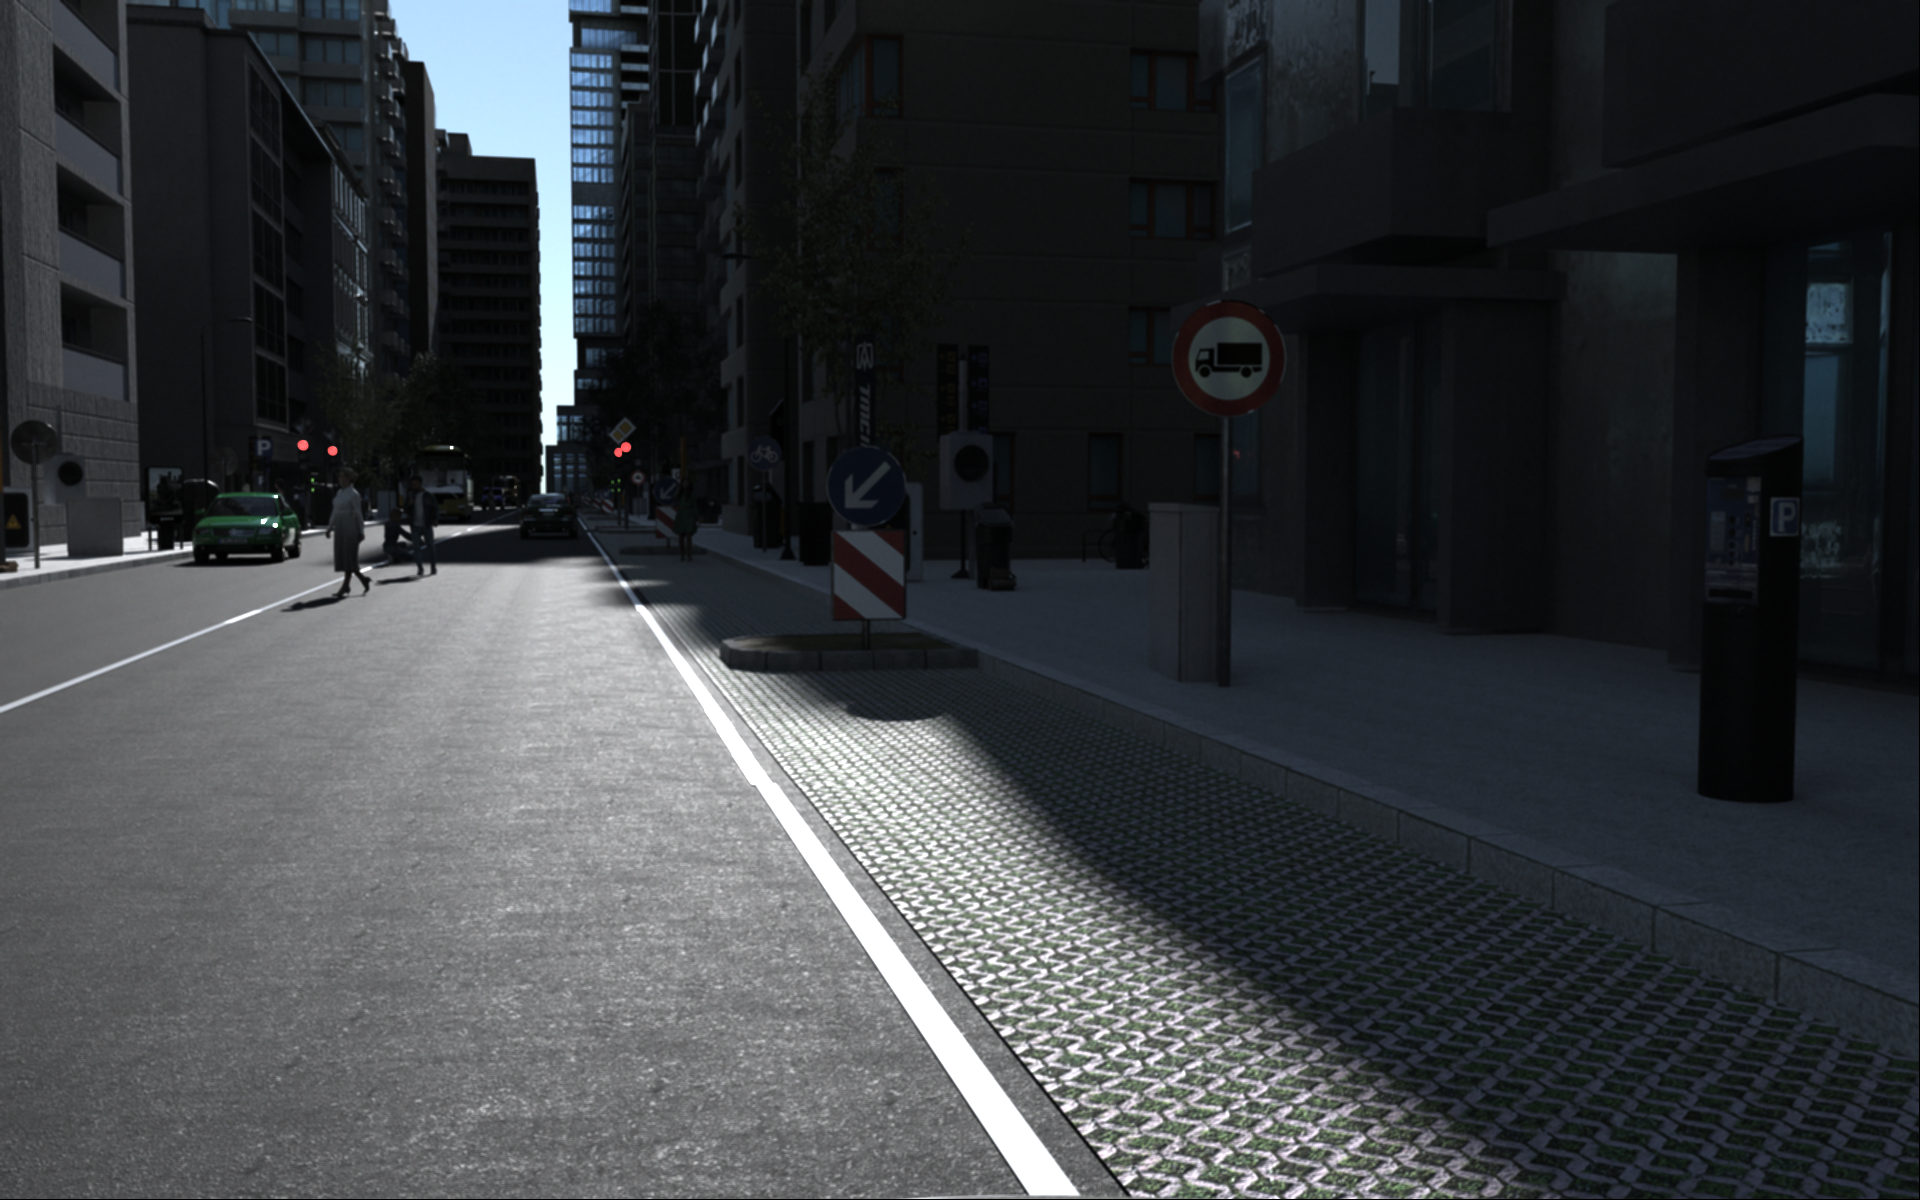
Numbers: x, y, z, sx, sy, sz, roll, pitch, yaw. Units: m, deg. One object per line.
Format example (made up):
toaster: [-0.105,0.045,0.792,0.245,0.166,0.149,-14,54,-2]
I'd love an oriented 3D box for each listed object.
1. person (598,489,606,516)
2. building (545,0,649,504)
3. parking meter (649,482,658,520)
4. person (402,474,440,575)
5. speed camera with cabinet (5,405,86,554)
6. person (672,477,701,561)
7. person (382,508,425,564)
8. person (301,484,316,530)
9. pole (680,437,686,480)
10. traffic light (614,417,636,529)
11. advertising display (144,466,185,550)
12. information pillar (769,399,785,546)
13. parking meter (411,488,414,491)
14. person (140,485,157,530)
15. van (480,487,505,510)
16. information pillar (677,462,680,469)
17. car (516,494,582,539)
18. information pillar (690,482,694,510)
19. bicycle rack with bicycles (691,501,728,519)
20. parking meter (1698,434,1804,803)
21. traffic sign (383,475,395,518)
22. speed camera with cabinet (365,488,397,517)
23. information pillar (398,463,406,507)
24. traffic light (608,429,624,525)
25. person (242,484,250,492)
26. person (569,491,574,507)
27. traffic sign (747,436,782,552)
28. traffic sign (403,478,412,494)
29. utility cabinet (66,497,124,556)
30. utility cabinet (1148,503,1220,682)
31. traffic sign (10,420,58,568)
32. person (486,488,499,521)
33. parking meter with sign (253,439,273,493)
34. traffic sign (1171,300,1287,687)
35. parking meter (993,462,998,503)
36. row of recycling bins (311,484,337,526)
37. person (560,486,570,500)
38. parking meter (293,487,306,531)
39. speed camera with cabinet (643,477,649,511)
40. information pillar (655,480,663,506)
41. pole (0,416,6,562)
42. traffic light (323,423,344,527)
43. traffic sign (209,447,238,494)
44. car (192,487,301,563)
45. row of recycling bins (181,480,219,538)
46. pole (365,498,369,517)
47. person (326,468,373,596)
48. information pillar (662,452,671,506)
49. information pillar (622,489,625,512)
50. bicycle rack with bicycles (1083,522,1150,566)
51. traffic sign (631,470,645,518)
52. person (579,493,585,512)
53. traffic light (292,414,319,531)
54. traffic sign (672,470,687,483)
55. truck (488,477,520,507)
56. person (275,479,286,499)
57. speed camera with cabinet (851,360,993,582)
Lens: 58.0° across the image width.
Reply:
person: [-23.311,-6.363,112.763,0.641,1.798,0.478,3,4,36]
building: [-41.841,-56.690,239.547,31.000,86.520,22.319,-1,4,-13]
parking meter: [-15.111,-4.872,85.370,0.399,1.863,0.255,-2,4,-24]
person: [-9.537,-1.334,30.659,0.623,1.781,0.721,-1,4,-19]
speed camera with cabinet: [-20.303,-2.666,37.919,0.660,3.252,2.038,3,4,37]
person: [-5.833,-1.720,36.873,0.600,1.795,0.529,-1,4,-16]
person: [-11.590,-1.330,35.741,0.738,1.151,1.012,-3,5,-41]
person: [-25.082,-3.526,66.246,0.767,1.812,0.694,0,4,3]
pole: [-9.833,-4.146,61.626,0.158,3.312,0.155,0,3,0]
traffic light: [-12.192,-4.538,63.123,0.839,4.253,0.868,-1,4,-13]
advertising display: [-18.300,-2.119,39.861,0.123,1.923,0.974,2,4,26]
information pillar: [-4.494,-3.132,42.571,0.183,3.616,0.504,3,4,36]
parking meter: [-34.787,-6.410,110.509,0.255,1.863,0.399,1,4,13]
person: [-30.162,-3.452,65.154,1.509,1.804,0.699,0,4,-7]
van: [-42.739,-9.431,158.576,2.240,2.365,5.245,-1,4,-13]
information pillar: [-20.590,-8.316,127.322,0.504,3.616,0.183,-3,4,-37]
car: [-13.579,-2.777,57.208,2.131,1.459,4.920,-1,4,-13]
information pillar: [-16.299,-6.130,104.719,0.304,2.012,0.304,-3,5,-44]
bicycle rack with bicycles: [-13.058,-4.660,89.580,2.925,0.926,2.852,2,4,35]
parking meter: [3.339,0.067,7.321,0.372,1.533,0.369,0,3,0]
traffic sign: [-30.293,-5.493,91.934,0.606,2.300,0.079,-1,4,-12]
speed camera with cabinet: [-32.543,-6.257,96.635,2.038,3.252,0.660,-1,4,-10]
information pillar: [-38.985,-7.936,121.109,0.504,3.616,0.183,-2,4,-27]
traffic light: [-13.982,-5.014,70.906,0.839,4.253,0.868,-1,4,-13]
person: [-25.672,-3.274,62.213,0.537,1.800,0.526,-1,4,-15]
person: [-42.192,-10.970,188.303,0.568,1.767,0.683,2,4,27]
traffic sign: [-4.319,-2.333,38.253,0.768,2.556,0.104,0,4,-5]
traffic sign: [-34.872,-6.559,109.373,0.606,2.300,0.079,0,4,-5]
utility cabinet: [-17.938,-1.515,35.930,1.020,1.237,0.306,-1,4,-22]
utility cabinet: [1.586,-0.068,12.281,0.306,1.237,1.020,0,4,-6]
traffic sign: [-15.945,-1.820,29.855,0.768,2.556,0.104,-1,4,-9]
person: [-25.260,-5.183,93.576,0.599,1.781,0.374,1,4,21]
parking meter with sign: [-22.452,-3.637,55.721,0.543,3.016,1.738,-2,4,-27]
traffic sign: [1.763,-0.695,11.467,0.768,2.556,0.104,0,4,-4]
parking meter: [0.565,-1.592,31.743,0.255,1.863,0.399,0,4,3]
row of recycling bins: [-25.995,-3.926,71.302,1.069,1.692,3.534,-1,4,-12]
person: [-17.719,-4.218,77.650,0.537,1.800,0.526,1,4,12]
parking meter: [-22.784,-3.139,59.736,0.372,1.533,0.369,0,3,0]
speed camera with cabinet: [-24.073,-8.504,133.373,0.660,3.252,2.038,-1,4,-8]
information pillar: [-15.595,-5.212,89.707,0.304,2.012,0.304,-2,4,-25]
pole: [-16.854,-2.228,30.265,0.158,3.312,0.155,0,3,0]
traffic light: [-24.710,-4.863,68.430,0.839,4.253,0.868,-1,4,-13]
traffic sign: [-20.131,-2.890,47.362,0.768,2.556,0.104,0,4,-4]
car: [-15.420,-1.758,37.543,1.959,1.807,4.718,-1,4,-15]
row of recycling bins: [-22.308,-2.656,50.546,1.069,1.692,3.534,-2,4,-30]
pole: [-33.749,-6.400,98.490,0.158,3.312,0.155,0,3,0]
person: [-8.622,-0.965,24.509,0.641,1.798,0.478,-3,5,-44]
information pillar: [-16.241,-6.391,95.840,0.504,3.616,0.183,1,4,17]
information pillar: [-23.930,-8.083,123.509,0.183,3.616,0.504,3,4,37]
bicycle rack with bicycles: [3.746,-1.155,32.260,2.925,0.926,2.852,-2,4,-30]
traffic sign: [-17.353,-5.709,93.440,0.768,2.556,0.104,0,4,-4]
person: [-29.875,-7.713,137.202,0.503,1.515,0.523,2,4,32]
traffic light: [-22.920,-4.387,60.648,0.839,4.253,0.868,-1,4,-13]
traffic sign: [-11.438,-4.192,70.674,0.606,2.300,0.079,-1,4,-8]
truck: [-51.433,-12.229,195.869,3.469,3.379,9.791,-1,4,-13]
person: [-17.904,-2.262,45.501,0.388,1.821,0.555,-2,4,-33]
speed camera with cabinet: [-0.569,-1.897,25.350,2.038,3.252,0.660,-1,4,-16]
